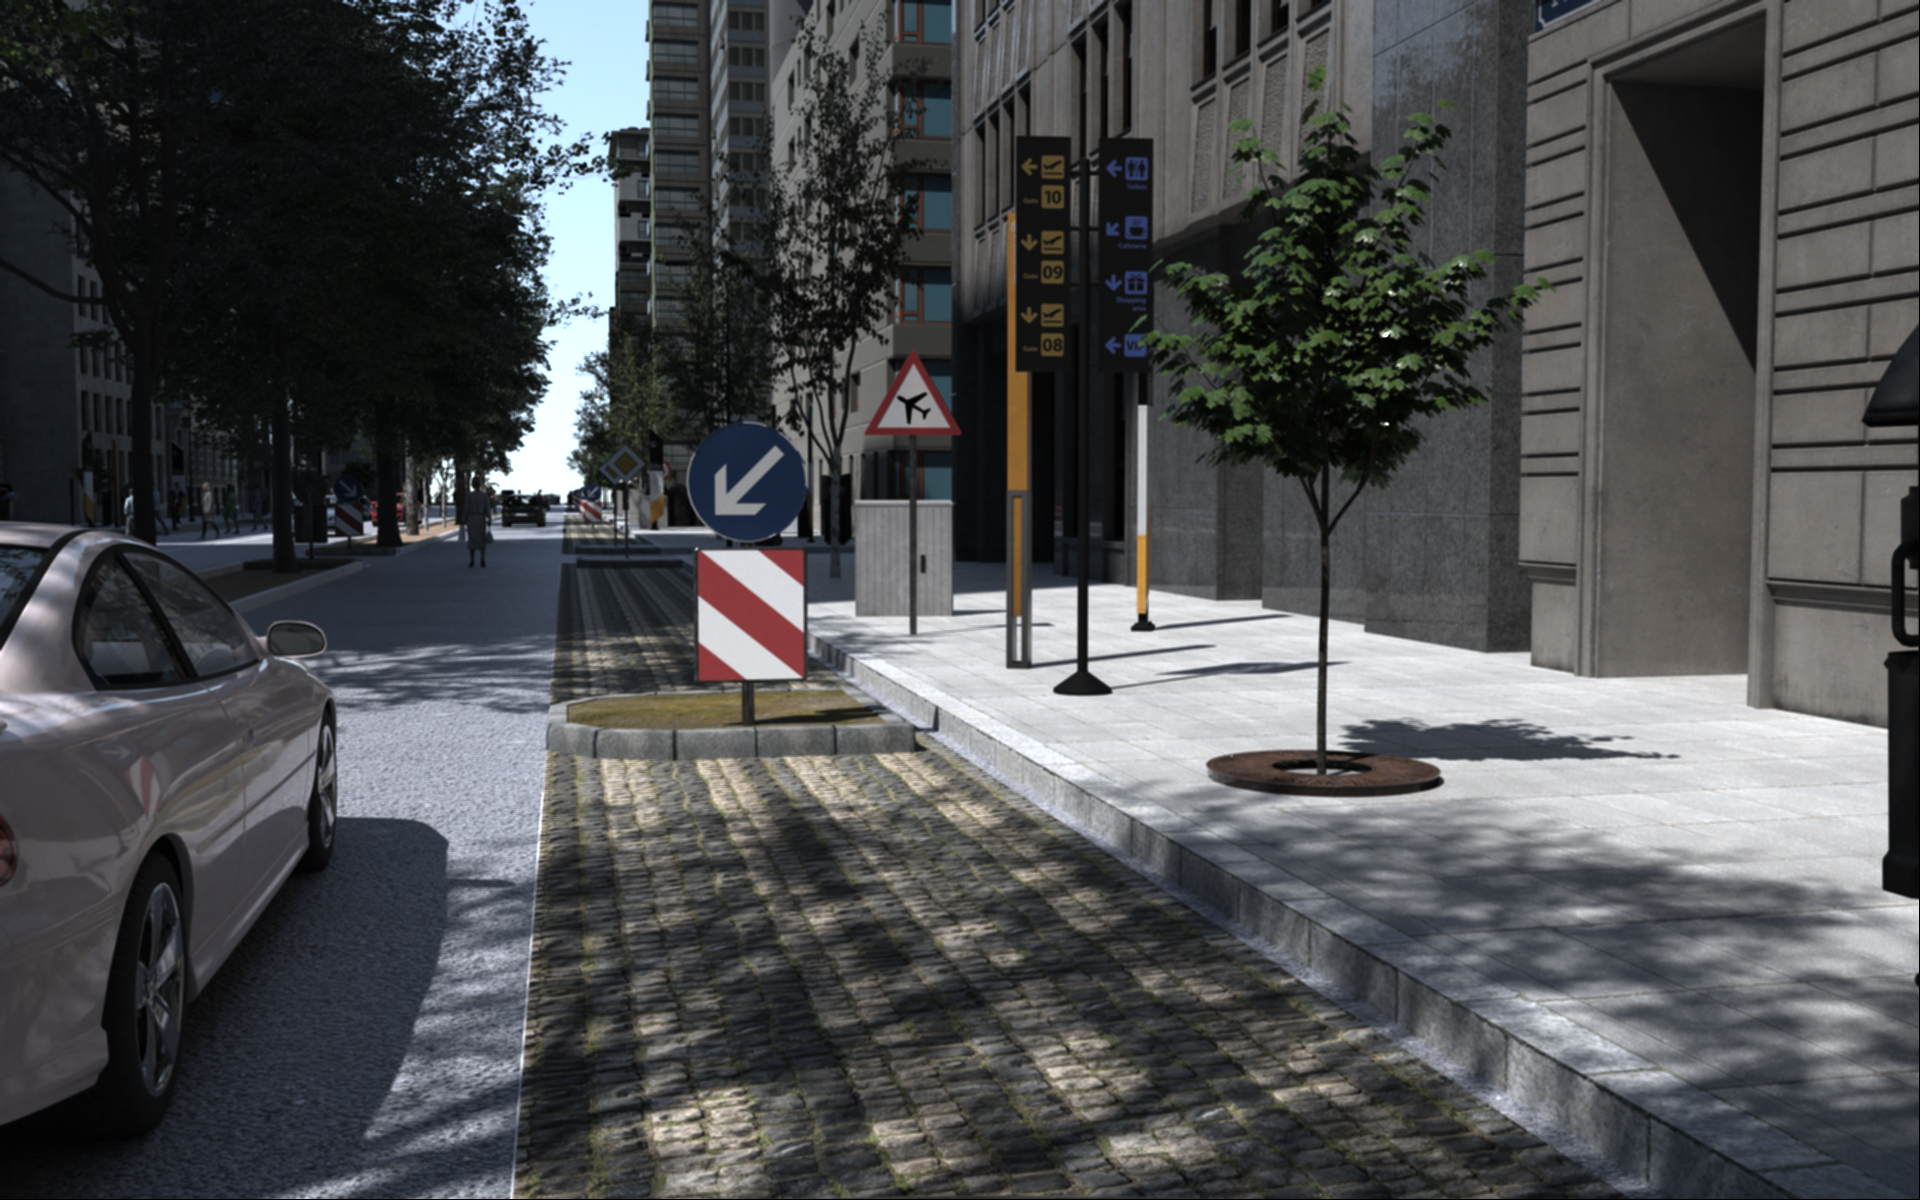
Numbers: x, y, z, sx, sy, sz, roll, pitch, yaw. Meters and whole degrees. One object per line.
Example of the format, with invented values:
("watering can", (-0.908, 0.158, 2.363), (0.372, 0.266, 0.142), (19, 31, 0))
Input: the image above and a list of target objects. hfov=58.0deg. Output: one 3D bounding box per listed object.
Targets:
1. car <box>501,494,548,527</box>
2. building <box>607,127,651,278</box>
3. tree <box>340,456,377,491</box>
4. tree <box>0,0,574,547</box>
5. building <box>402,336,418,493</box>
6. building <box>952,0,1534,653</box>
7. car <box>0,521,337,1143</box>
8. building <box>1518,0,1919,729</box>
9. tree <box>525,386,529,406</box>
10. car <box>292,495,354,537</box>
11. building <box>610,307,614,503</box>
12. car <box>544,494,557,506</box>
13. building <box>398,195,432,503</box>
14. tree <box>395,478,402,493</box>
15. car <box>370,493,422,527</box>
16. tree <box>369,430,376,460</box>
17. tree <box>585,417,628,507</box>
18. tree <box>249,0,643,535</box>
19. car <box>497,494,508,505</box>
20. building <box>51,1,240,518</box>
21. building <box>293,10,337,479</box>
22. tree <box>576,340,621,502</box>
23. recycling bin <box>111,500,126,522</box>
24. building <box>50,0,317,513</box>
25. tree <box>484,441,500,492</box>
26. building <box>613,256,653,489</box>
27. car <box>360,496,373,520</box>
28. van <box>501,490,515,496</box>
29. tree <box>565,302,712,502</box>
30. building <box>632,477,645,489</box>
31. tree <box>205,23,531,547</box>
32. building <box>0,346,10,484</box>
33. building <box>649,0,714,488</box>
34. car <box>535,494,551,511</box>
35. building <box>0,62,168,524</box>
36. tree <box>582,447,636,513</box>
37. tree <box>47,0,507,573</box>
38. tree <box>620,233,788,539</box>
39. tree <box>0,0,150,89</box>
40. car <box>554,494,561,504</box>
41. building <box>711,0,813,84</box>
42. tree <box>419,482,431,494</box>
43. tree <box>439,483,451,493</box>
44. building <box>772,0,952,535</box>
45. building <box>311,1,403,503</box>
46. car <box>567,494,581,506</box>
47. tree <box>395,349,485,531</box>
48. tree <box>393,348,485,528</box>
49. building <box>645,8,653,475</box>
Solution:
("car", (-19.105, -4.044, 75.905), (2.009, 1.686, 4.222), (-1, 4, -11))
("building", (-35.244, -40.269, 247.640), (28.713, 52.752, 27.495), (-1, 4, -13))
("tree", (-52.371, -10.225, 150.891), (4.285, 4.588, 4.351), (0, 3, 0))
("tree", (-10.001, -6.610, 20.897), (12.009, 13.543, 11.850), (0, 3, 0))
("building", (-79.579, -27.921, 228.216), (14.160, 30.474, 14.107), (-1, 4, -13))
("building", (7.901, -12.611, 24.220), (12.078, 24.808, 19.932), (-1, 4, -13))
("car", (-2.999, 0.450, 5.013), (2.083, 1.381, 4.827), (-1, 4, -13))
("building", (11.252, -10.258, 3.870), (11.583, 22.565, 21.152), (-1, 4, -13))
("tree", (-26.778, -10.128, 93.802), (9.928, 11.665, 9.643), (0, 3, 0))
("car", (-21.681, -2.895, 59.328), (2.014, 1.417, 4.499), (-1, 4, -11))
("building", (-37.822, -27.791, 226.091), (14.160, 30.474, 14.107), (-1, 4, -13))
("car", (-51.583, -12.566, 217.249), (2.131, 1.459, 4.920), (-1, 4, -15))
("building", (-85.923, -37.018, 255.346), (14.600, 45.320, 14.200), (-1, 4, -13))
("tree", (-57.111, -10.966, 173.889), (1.663, 3.219, 1.824), (0, 3, 0))
("car", (-25.256, -4.201, 77.722), (2.155, 1.783, 4.494), (-1, 4, -11))
("tree", (-55.885, -13.403, 169.503), (4.737, 8.622, 4.395), (0, 3, 0))
("tree", (-31.098, -12.345, 152.203), (4.360, 8.622, 3.978), (0, 3, 0))
("tree", (-17.569, -12.258, 58.761), (12.611, 20.169, 13.585), (0, 3, 0))
("car", (-56.063, -12.360, 211.877), (2.009, 1.686, 4.222), (-1, 4, -14))
("building", (-50.079, -19.169, 99.322), (13.634, 28.700, 20.117), (-1, 4, -13))
("building", (-67.745, -30.429, 152.138), (22.147, 44.769, 28.867), (-1, 4, -13))
("tree", (-14.362, -7.798, 77.858), (4.737, 8.622, 4.395), (0, 3, 0))
("recycling bin", (-38.169, -4.055, 78.848), (0.722, 1.027, 0.722), (3, 5, 39))
("building", (-60.006, -30.813, 123.401), (23.786, 49.044, 30.456), (-1, 4, -13))
("tree", (-24.784, -8.203, 86.931), (4.360, 8.622, 3.978), (0, 3, 0))
("building", (-34.641, -26.952, 212.373), (14.160, 30.474, 14.107), (-1, 4, -13))
("car", (-33.464, -5.079, 95.616), (1.945, 1.354, 3.894), (-1, 4, -13))
("van", (-62.716, -14.435, 240.399), (2.240, 2.365, 5.245), (-1, 4, -11))
("tree", (-15.576, -9.195, 84.749), (7.601, 10.594, 8.767), (0, 4, -7))
("building", (-17.613, -29.833, 179.657), (32.217, 40.220, 23.993), (-1, 4, -13))
("tree", (-15.472, -8.406, 46.543), (9.857, 13.997, 8.962), (0, 3, 0))
("building", (-41.502, -14.411, 54.707), (14.460, 24.649, 34.723), (-1, 4, -13))
("building", (-15.927, -27.227, 128.763), (14.154, 41.232, 14.086), (-1, 4, -13))
("car", (-36.879, -8.557, 151.913), (2.014, 1.417, 4.499), (-1, 4, -12))
("building", (-44.832, -13.841, 81.055), (10.420, 20.320, 16.860), (-1, 4, -13))
("tree", (-23.884, -8.313, 119.637), (4.285, 4.588, 4.351), (0, 3, 0))
("tree", (-12.012, -6.726, 30.550), (7.486, 12.596, 7.792), (0, 3, 0))
("tree", (-6.820, -6.020, 48.783), (4.737, 8.622, 4.395), (0, 3, 0))
("tree", (-7.747, -5.011, 10.137), (9.928, 11.665, 9.643), (0, 3, 0))
("car", (-55.377, -13.686, 235.570), (2.131, 1.459, 4.920), (-1, 4, -14))
("building", (-2.577, -25.453, 108.039), (32.217, 40.220, 23.993), (-1, 4, -13))
("tree", (-67.540, -13.737, 219.196), (1.663, 3.219, 1.824), (0, 3, 0))
("tree", (-75.297, -15.827, 253.364), (1.663, 3.219, 1.824), (0, 3, 0))
("building", (9.217, -13.349, 63.298), (28.899, 21.520, 27.650), (-1, 4, -13))
("building", (-78.920, -40.589, 205.628), (21.231, 58.520, 28.212), (-1, 4, -13))
("car", (-47.883, -12.566, 215.243), (2.009, 1.686, 4.222), (-1, 4, -11))
("tree", (-20.774, -6.994, 67.174), (4.360, 8.622, 3.978), (0, 3, 0))
("tree", (-21.746, -7.330, 72.671), (4.737, 8.622, 4.395), (0, 3, 0))
("building", (-15.716, -32.524, 151.368), (23.786, 49.044, 30.456), (-1, 4, -13))
